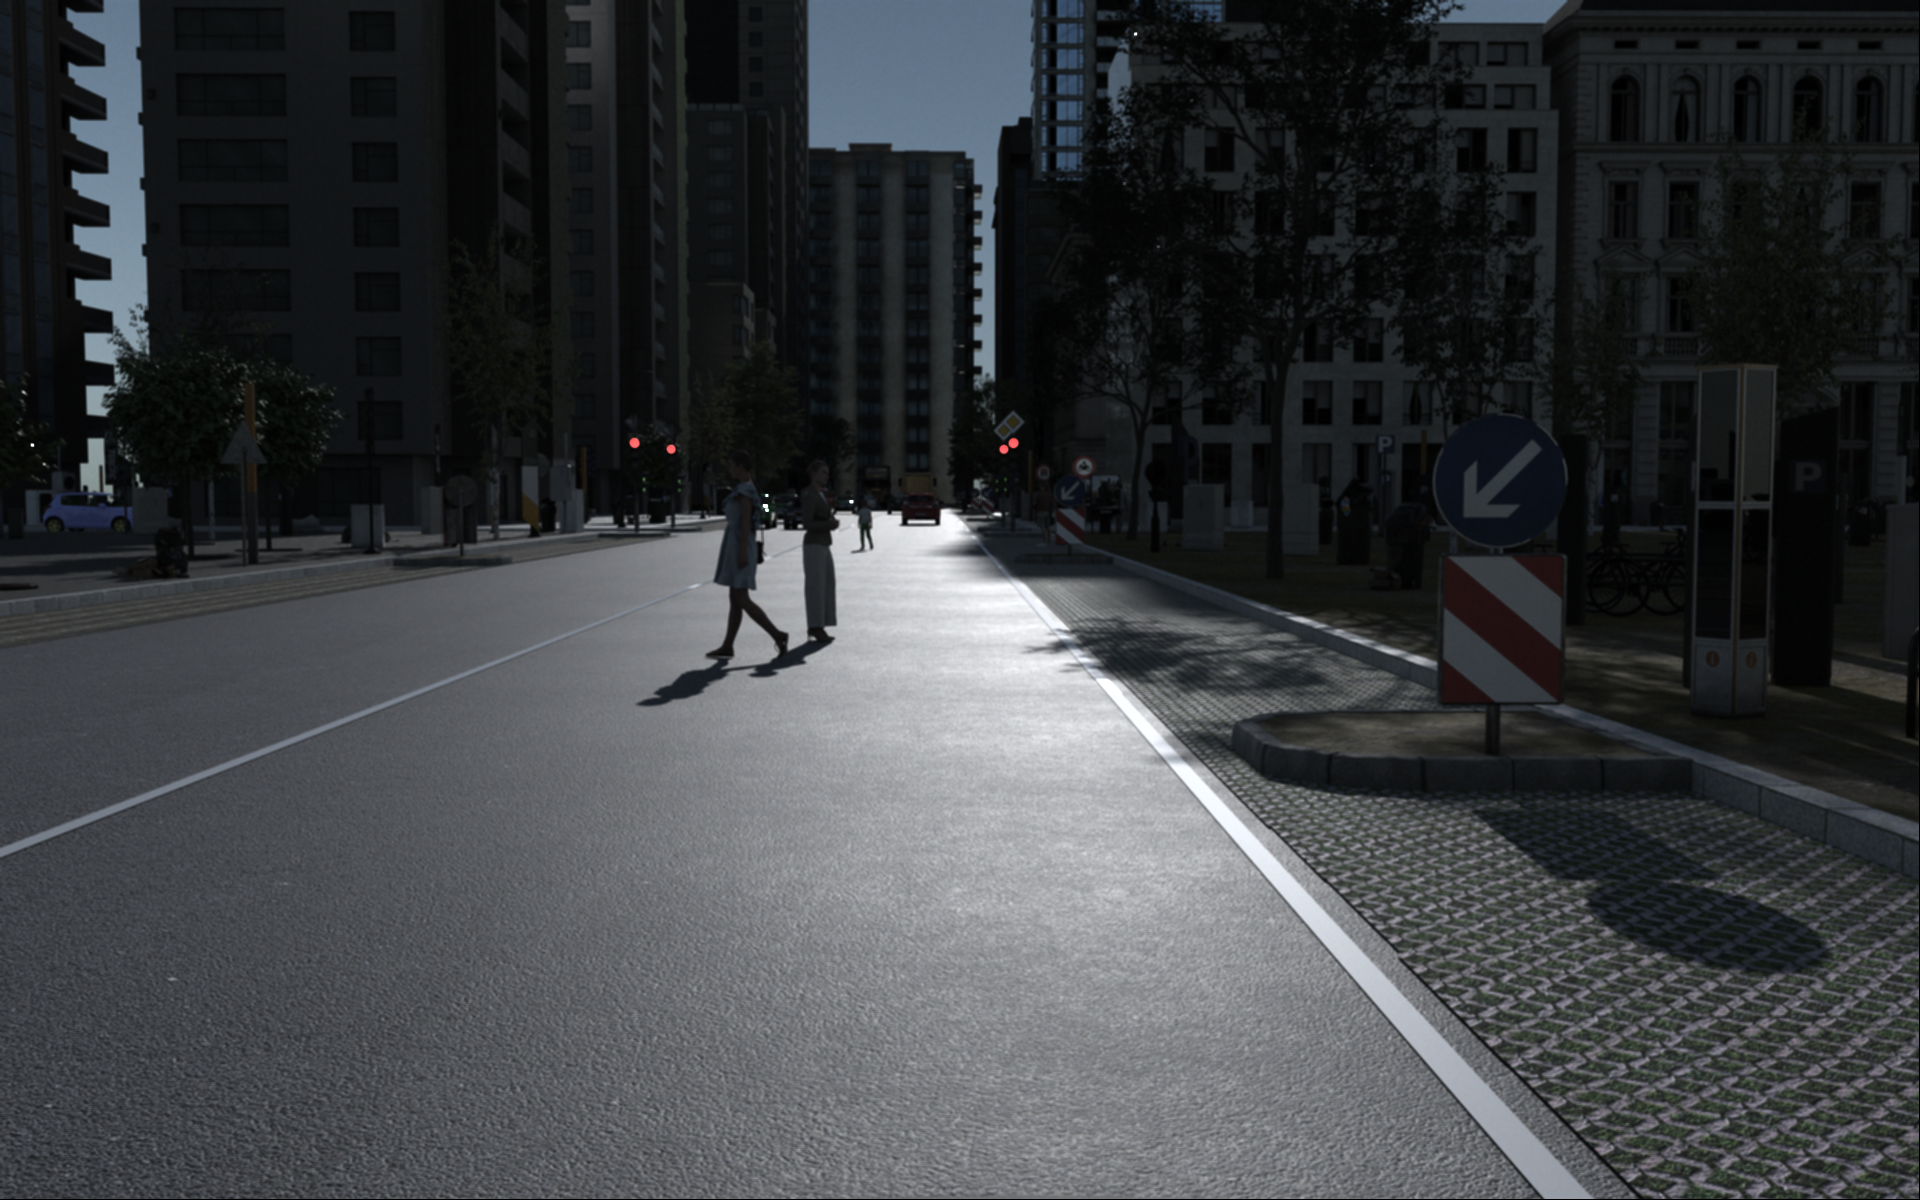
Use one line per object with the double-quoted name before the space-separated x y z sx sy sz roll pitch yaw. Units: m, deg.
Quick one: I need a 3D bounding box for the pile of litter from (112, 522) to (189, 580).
"pile of litter" -12.424 -0.775 26.629 1.176 0.858 1.719 -1 4 -9

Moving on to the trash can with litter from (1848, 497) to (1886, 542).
"trash can with litter" 24.609 -2.229 47.507 1.678 1.210 2.233 -2 4 -30

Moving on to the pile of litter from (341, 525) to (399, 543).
"pile of litter" -15.712 -1.965 46.100 1.719 0.858 1.176 -3 5 -43

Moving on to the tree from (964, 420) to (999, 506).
"tree" 2.247 -14.135 181.469 4.360 8.622 3.978 0 3 0

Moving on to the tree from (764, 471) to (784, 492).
"tree" -15.050 -8.892 139.979 1.663 3.219 1.824 0 3 0

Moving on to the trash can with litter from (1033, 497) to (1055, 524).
"trash can with litter" 3.715 -3.909 75.303 1.055 1.170 0.624 1 4 23

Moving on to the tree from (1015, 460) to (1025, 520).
"tree" 3.500 -5.491 84.383 1.663 3.219 1.824 0 3 0

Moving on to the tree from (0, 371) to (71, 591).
"tree" -12.911 -1.759 23.361 1.663 3.219 1.824 0 3 0

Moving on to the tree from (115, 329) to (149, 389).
"tree" -35.911 -7.817 78.166 4.737 8.622 4.395 0 3 0

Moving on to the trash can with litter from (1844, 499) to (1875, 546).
"trash can with litter" 21.968 -1.916 42.716 0.624 1.170 1.055 -2 4 -32

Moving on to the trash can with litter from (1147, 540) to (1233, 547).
"trash can with litter" 5.697 -1.932 42.644 2.233 1.210 1.678 0 4 1

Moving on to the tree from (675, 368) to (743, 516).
"tree" -14.435 -9.190 100.613 4.360 8.622 3.978 0 3 0

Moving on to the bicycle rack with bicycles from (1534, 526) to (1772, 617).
"bicycle rack with bicycles" 7.450 -0.332 18.815 2.925 0.926 2.852 2 4 27

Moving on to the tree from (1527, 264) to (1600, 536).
"tree" 19.438 -6.288 53.165 4.737 8.622 4.395 0 3 0

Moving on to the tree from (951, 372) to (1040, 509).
"tree" 3.127 -13.522 146.837 9.928 11.665 9.643 0 3 0

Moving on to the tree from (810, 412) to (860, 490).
"tree" -16.155 -17.905 218.497 9.928 11.665 9.643 0 3 0

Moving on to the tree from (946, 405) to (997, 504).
"tree" 1.920 -18.373 218.517 7.486 12.596 7.792 0 3 0

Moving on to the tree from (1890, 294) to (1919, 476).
"tree" 25.410 -5.648 42.708 4.360 8.622 3.978 0 3 0

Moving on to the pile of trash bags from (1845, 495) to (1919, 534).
"pile of trash bags" 29.337 -2.804 55.598 3.447 1.369 1.912 -1 4 -18

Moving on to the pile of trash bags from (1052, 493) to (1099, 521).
"pile of trash bags" 5.540 -4.388 81.494 3.447 1.369 1.912 0 4 2

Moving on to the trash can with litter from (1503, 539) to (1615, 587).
"trash can with litter" 8.067 -0.785 23.898 2.233 1.210 1.678 0 4 4

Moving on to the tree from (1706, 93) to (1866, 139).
"tree" 15.634 -5.056 33.025 4.737 8.622 4.395 0 3 0

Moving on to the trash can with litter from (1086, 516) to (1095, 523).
"trash can with litter" 5.585 -4.051 77.620 1.055 1.170 0.624 2 4 35

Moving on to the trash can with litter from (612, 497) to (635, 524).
"trash can with litter" -14.357 -3.836 74.112 1.055 1.170 0.624 0 4 -4

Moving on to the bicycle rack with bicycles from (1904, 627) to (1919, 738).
"bicycle rack with bicycles" 6.200 0.313 8.273 2.925 0.926 2.852 -1 4 -9

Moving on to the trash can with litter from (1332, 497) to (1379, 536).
"trash can with litter" 12.777 -2.639 54.203 2.233 1.210 1.678 1 4 10

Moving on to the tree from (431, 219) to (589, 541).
"tree" -12.595 -5.944 47.542 4.737 8.622 4.395 0 3 0

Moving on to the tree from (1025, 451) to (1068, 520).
"tree" 3.968 -5.055 77.256 1.663 3.219 1.824 0 3 0

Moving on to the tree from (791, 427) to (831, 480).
"tree" -16.267 -14.556 188.348 4.360 8.622 3.978 0 3 0

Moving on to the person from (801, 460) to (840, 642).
"person" -1.341 -0.474 16.794 0.362 1.759 0.519 1 4 9

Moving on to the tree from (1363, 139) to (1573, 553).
"tree" 10.304 -5.223 35.757 4.360 8.622 3.978 0 3 0

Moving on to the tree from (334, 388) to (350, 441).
"tree" -15.564 -3.388 39.102 4.285 4.588 4.351 0 3 0

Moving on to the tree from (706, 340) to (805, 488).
"tree" -14.997 -12.809 127.547 7.486 12.596 7.792 0 3 0

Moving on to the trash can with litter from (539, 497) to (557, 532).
"trash can with litter" -13.972 -2.870 58.312 0.624 1.170 1.055 -2 4 -30

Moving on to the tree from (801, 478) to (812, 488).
"tree" -15.271 -11.016 174.712 1.663 3.219 1.824 0 3 0

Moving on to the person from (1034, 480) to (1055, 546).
"person" 2.304 -2.369 47.213 0.573 1.828 0.580 0 4 1

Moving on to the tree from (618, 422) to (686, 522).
"tree" -13.976 -5.828 79.004 4.285 4.588 4.351 0 3 0

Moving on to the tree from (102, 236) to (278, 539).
"tree" -21.407 -6.019 48.778 4.360 8.622 3.978 0 3 0

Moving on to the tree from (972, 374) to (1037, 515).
"tree" 3.050 -9.576 106.922 4.737 8.622 4.395 0 3 0

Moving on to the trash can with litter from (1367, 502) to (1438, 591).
"trash can with litter" 5.927 -0.726 23.264 0.624 1.170 1.055 3 4 39

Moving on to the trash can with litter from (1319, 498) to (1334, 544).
"trash can with litter" 9.202 -2.022 44.444 0.624 1.170 1.055 0 4 -6

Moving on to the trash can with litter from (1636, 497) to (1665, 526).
"trash can with litter" 27.342 -3.497 68.567 1.055 1.170 0.624 2 4 30

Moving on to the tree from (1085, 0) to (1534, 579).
"tree" 4.513 -5.586 25.743 7.601 10.594 8.767 -3 5 -44

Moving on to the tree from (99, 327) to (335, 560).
"tree" -15.310 -3.100 34.397 4.285 4.588 4.351 0 3 0

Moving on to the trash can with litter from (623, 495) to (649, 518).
"trash can with litter" -17.186 -4.926 91.595 2.233 1.210 1.678 0 4 3
